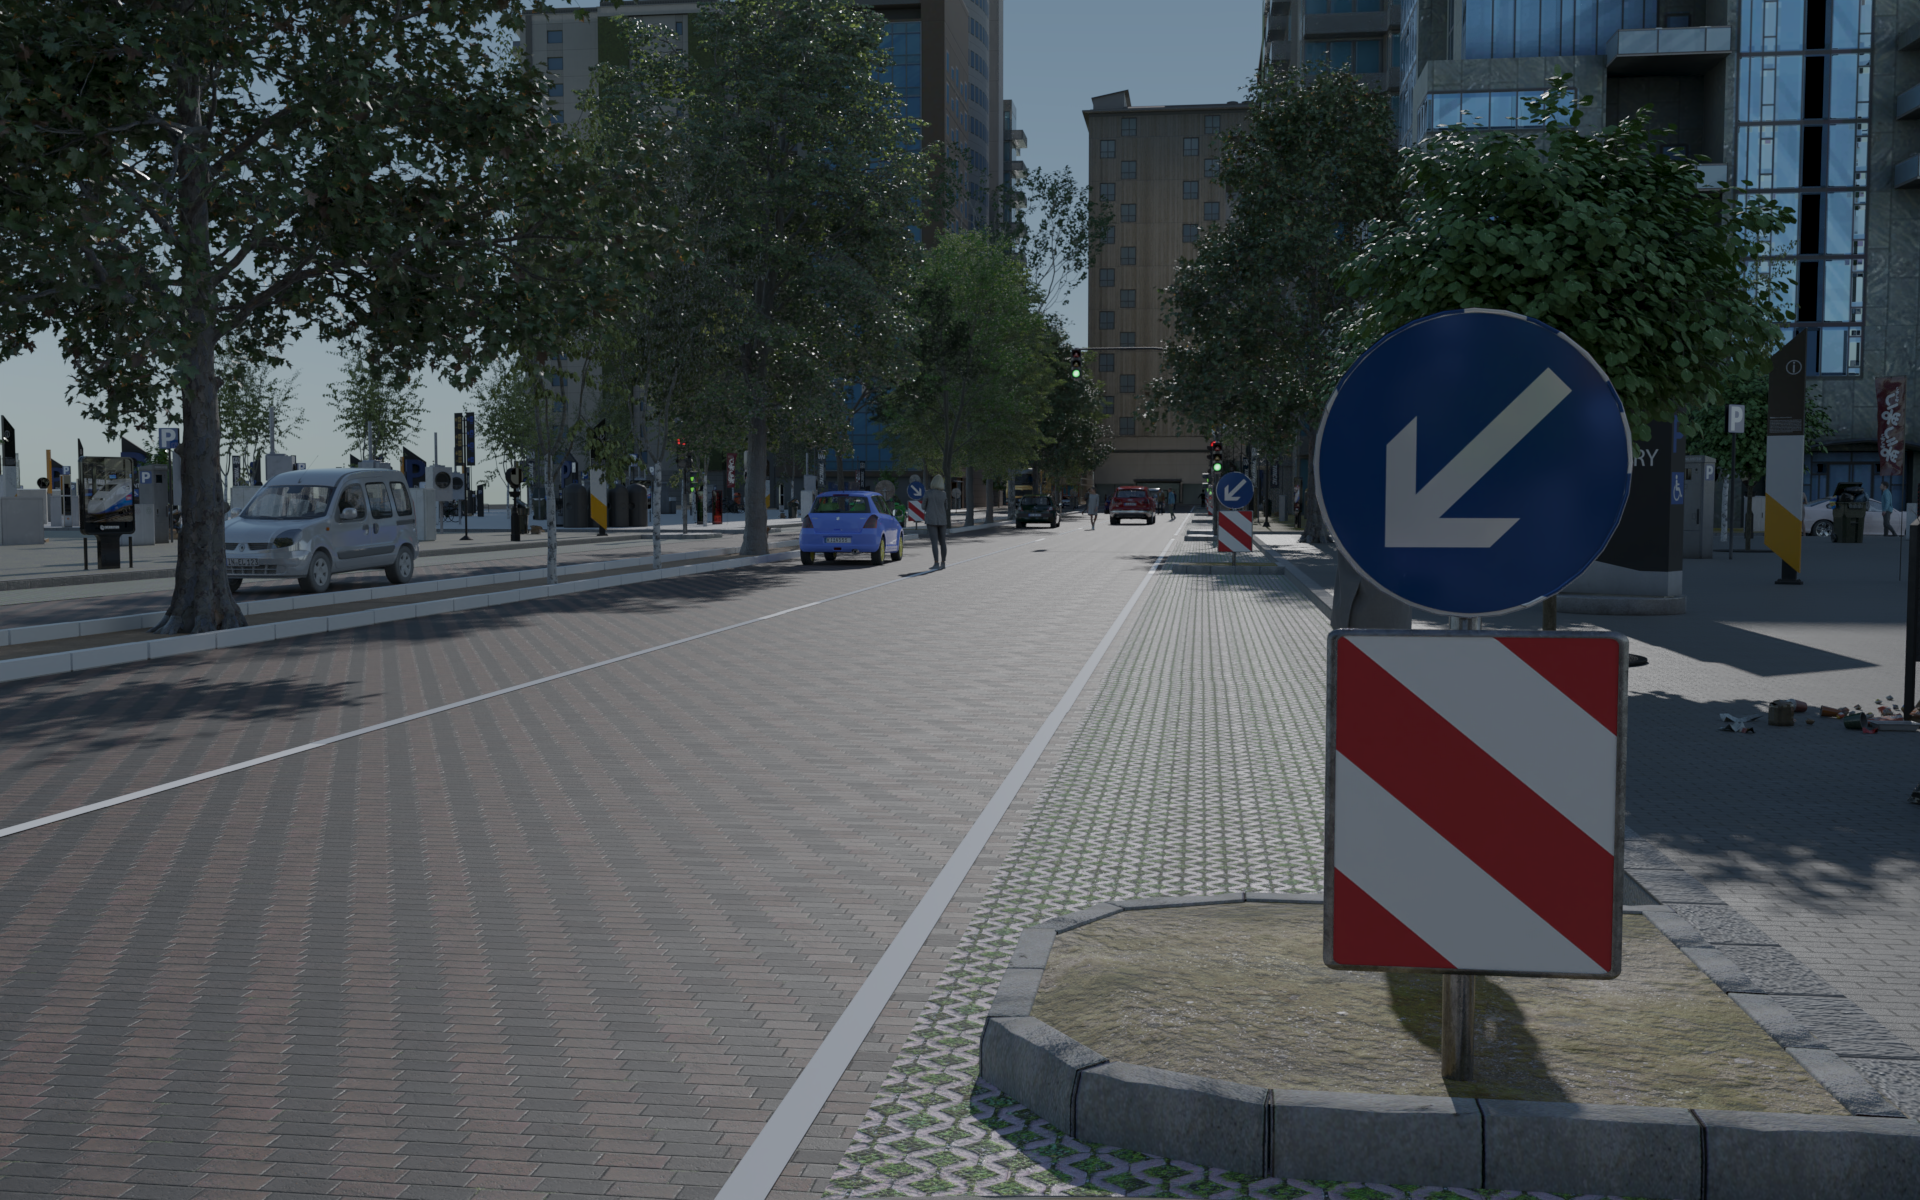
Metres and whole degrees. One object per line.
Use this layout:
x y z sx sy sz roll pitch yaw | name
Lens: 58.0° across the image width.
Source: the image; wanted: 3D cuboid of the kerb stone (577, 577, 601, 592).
-5.594 -0.214 25.694 0.120 0.150 1.000 0 4 8 | kerb stone

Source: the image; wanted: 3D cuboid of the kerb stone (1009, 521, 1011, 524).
2.161 -3.595 81.044 0.120 0.150 1.000 0 4 8 | kerb stone

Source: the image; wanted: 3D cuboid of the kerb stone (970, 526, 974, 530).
0.308 -2.792 67.853 0.120 0.150 1.000 0 4 8 | kerb stone

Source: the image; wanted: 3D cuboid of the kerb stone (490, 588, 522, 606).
-6.018 -0.023 22.654 0.120 0.150 1.000 0 4 8 | kerb stone

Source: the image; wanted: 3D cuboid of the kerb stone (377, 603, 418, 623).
-6.448 0.158 19.608 0.120 0.150 1.000 0 4 8 | kerb stone

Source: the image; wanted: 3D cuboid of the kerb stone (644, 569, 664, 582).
-5.171 -0.397 28.732 0.120 0.150 1.000 0 4 8 | kerb stone

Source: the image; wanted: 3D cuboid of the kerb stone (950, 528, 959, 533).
-0.258 -2.543 63.778 0.120 0.150 1.000 0 4 8 | kerb stone

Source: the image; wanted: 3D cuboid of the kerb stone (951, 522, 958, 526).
-0.351 -3.428 78.289 0.120 0.150 1.000 0 4 8 | kerb stone

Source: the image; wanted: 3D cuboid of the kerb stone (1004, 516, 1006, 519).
2.349 -4.607 97.571 0.120 0.150 1.000 0 4 8 | kerb stone

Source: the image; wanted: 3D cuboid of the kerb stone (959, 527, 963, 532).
-0.123 -2.605 64.793 0.120 0.150 1.000 0 4 8 | kerb stone

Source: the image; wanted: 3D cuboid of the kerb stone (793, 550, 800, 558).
-3.750 -1.018 38.883 0.120 0.150 1.000 0 4 8 | kerb stone

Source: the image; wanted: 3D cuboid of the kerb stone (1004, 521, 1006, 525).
1.865 -3.475 79.017 0.120 0.150 1.000 0 4 8 | kerb stone

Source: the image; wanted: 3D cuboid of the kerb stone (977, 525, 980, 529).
0.592 -2.916 69.877 0.120 0.150 1.000 0 4 8 | kerb stone

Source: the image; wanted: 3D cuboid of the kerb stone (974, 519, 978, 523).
0.643 -3.861 85.386 0.120 0.150 1.000 0 4 8 | kerb stone

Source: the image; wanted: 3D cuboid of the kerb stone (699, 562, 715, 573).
-4.738 -0.586 31.778 0.120 0.150 1.000 0 4 8 | kerb stone

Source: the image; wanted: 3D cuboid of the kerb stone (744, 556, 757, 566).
-4.312 -0.773 34.831 0.120 0.150 1.000 0 4 8 | kerb stone

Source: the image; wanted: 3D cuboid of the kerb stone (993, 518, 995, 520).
1.636 -4.297 92.476 0.120 0.150 1.000 0 4 8 | kerb stone

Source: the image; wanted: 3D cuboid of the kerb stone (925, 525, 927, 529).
-1.486 -2.932 70.187 0.120 0.150 1.000 0 4 8 | kerb stone

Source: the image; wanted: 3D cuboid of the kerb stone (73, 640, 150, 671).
-7.160 0.471 14.497 0.120 0.150 1.000 0 4 8 | kerb stone

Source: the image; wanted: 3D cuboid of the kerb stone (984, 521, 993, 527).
1.161 -3.165 73.948 0.120 0.150 1.000 0 4 8 | kerb stone

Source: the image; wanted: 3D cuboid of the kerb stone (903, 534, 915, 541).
-1.620 -1.950 54.099 0.120 0.150 1.000 0 4 8 | kerb stone

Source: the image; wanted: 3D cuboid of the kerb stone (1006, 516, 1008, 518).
2.486 -4.673 98.593 0.120 0.150 1.000 0 4 8 | kerb stone

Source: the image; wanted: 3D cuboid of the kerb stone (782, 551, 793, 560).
-3.887 -0.955 37.871 0.120 0.150 1.000 0 4 8 | kerb stone

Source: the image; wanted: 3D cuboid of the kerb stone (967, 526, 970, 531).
0.160 -2.730 66.828 0.120 0.150 1.000 0 4 8 | kerb stone

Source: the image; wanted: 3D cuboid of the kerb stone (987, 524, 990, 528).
1.029 -3.103 72.934 0.120 0.150 1.000 0 4 8 | kerb stone

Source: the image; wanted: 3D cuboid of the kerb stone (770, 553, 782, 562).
-4.025 -0.897 36.858 0.120 0.150 1.000 0 4 8 | kerb stone

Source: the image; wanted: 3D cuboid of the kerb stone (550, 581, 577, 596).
-5.732 -0.150 24.680 0.120 0.150 1.000 0 4 8 | kerb stone

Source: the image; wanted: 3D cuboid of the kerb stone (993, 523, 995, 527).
1.304 -3.227 74.963 0.120 0.150 1.000 0 4 8 | kerb stone

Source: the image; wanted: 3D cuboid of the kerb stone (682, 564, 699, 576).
-4.884 -0.524 30.767 0.120 0.150 1.000 0 4 8 | kerb stone

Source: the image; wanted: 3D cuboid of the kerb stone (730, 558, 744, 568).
-4.454 -0.711 33.819 0.120 0.150 1.000 0 4 8 | kerb stone

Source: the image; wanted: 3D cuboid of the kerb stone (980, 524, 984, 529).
0.738 -2.970 70.903 0.120 0.150 1.000 0 4 8 | kerb stone

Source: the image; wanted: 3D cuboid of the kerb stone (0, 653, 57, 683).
-7.304 0.533 13.485 0.120 0.150 1.000 0 4 8 | kerb stone

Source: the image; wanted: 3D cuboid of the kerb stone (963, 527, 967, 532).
0.032 -2.665 65.811 0.120 0.150 1.000 0 4 8 | kerb stone

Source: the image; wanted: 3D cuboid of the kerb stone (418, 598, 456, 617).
-6.304 0.098 20.622 0.120 0.150 1.000 0 4 8 | kerb stone

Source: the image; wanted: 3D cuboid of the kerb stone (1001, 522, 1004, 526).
1.731 -3.413 78.004 0.120 0.150 1.000 0 4 8 | kerb stone

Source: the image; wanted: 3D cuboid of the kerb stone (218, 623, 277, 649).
-6.870 0.346 16.546 0.120 0.150 1.000 0 4 8 | kerb stone

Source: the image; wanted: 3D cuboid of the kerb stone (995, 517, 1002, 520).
2.069 -4.485 95.532 0.120 0.150 1.000 0 4 8 | kerb stone

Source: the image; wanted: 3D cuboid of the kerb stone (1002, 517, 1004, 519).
2.199 -4.547 96.546 0.120 0.150 1.000 0 4 8 | kerb stone

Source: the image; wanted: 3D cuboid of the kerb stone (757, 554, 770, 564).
-4.170 -0.828 35.844 0.120 0.150 1.000 0 4 8 | kerb stone

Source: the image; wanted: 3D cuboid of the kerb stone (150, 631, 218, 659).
-7.016 0.410 15.530 0.120 0.150 1.000 0 4 8 | kerb stone

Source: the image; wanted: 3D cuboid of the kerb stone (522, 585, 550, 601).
-5.879 -0.090 23.669 0.120 0.150 1.000 0 4 8 | kerb stone

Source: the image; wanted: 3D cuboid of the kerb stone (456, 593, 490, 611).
-6.159 0.034 21.633 0.120 0.150 1.000 0 4 8 | kerb stone

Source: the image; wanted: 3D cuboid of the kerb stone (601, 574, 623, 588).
-5.454 -0.276 26.707 0.120 0.150 1.000 0 4 8 | kerb stone

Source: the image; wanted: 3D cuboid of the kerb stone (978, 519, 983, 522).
0.926 -3.987 87.411 0.120 0.150 1.000 0 4 8 | kerb stone

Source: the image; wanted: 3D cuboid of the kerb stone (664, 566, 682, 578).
-5.027 -0.462 29.750 0.120 0.150 1.000 0 4 8 | kerb stone

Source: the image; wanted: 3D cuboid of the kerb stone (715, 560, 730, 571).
-4.591 -0.644 32.807 0.120 0.150 1.000 0 4 8 | kerb stone

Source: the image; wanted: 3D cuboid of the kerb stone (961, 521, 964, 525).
-0.061 -3.546 80.317 0.120 0.150 1.000 0 4 8 | kerb stone

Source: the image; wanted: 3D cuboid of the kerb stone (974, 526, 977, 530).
0.453 -2.854 68.864 0.120 0.150 1.000 0 4 8 | kerb stone

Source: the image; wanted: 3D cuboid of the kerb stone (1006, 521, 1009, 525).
2.015 -3.537 80.028 0.120 0.150 1.000 0 4 8 | kerb stone

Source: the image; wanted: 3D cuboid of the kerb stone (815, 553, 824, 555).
-3.321 -1.202 41.920 0.120 0.150 1.000 0 4 8 | kerb stone

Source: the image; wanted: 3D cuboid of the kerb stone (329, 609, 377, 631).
-6.584 0.227 18.591 0.120 0.150 1.000 0 4 8 | kerb stone

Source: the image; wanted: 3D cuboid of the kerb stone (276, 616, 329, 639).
-6.732 0.283 17.571 0.120 0.150 1.000 0 4 8 | kerb stone

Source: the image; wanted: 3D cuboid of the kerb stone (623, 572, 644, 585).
-5.311 -0.338 27.719 0.120 0.150 1.000 0 4 8 | kerb stone

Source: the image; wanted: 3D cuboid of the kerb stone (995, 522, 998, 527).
1.447 -3.288 75.975 0.120 0.150 1.000 0 4 8 | kerb stone

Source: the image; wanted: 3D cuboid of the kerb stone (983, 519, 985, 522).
1.066 -4.051 88.424 0.120 0.150 1.000 0 4 8 | kerb stone

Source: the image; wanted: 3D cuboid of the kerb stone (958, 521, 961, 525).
-0.207 -3.493 79.303 0.120 0.150 1.000 0 4 8 | kerb stone

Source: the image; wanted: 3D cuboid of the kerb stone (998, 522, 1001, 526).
1.592 -3.351 76.991 0.120 0.150 1.000 0 4 8 | kerb stone

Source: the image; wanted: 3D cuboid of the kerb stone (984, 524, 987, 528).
0.875 -3.035 71.917 0.120 0.150 1.000 0 4 8 | kerb stone

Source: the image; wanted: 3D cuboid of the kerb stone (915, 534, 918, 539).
-1.469 -2.013 55.110 0.120 0.150 1.000 0 4 8 | kerb stone
